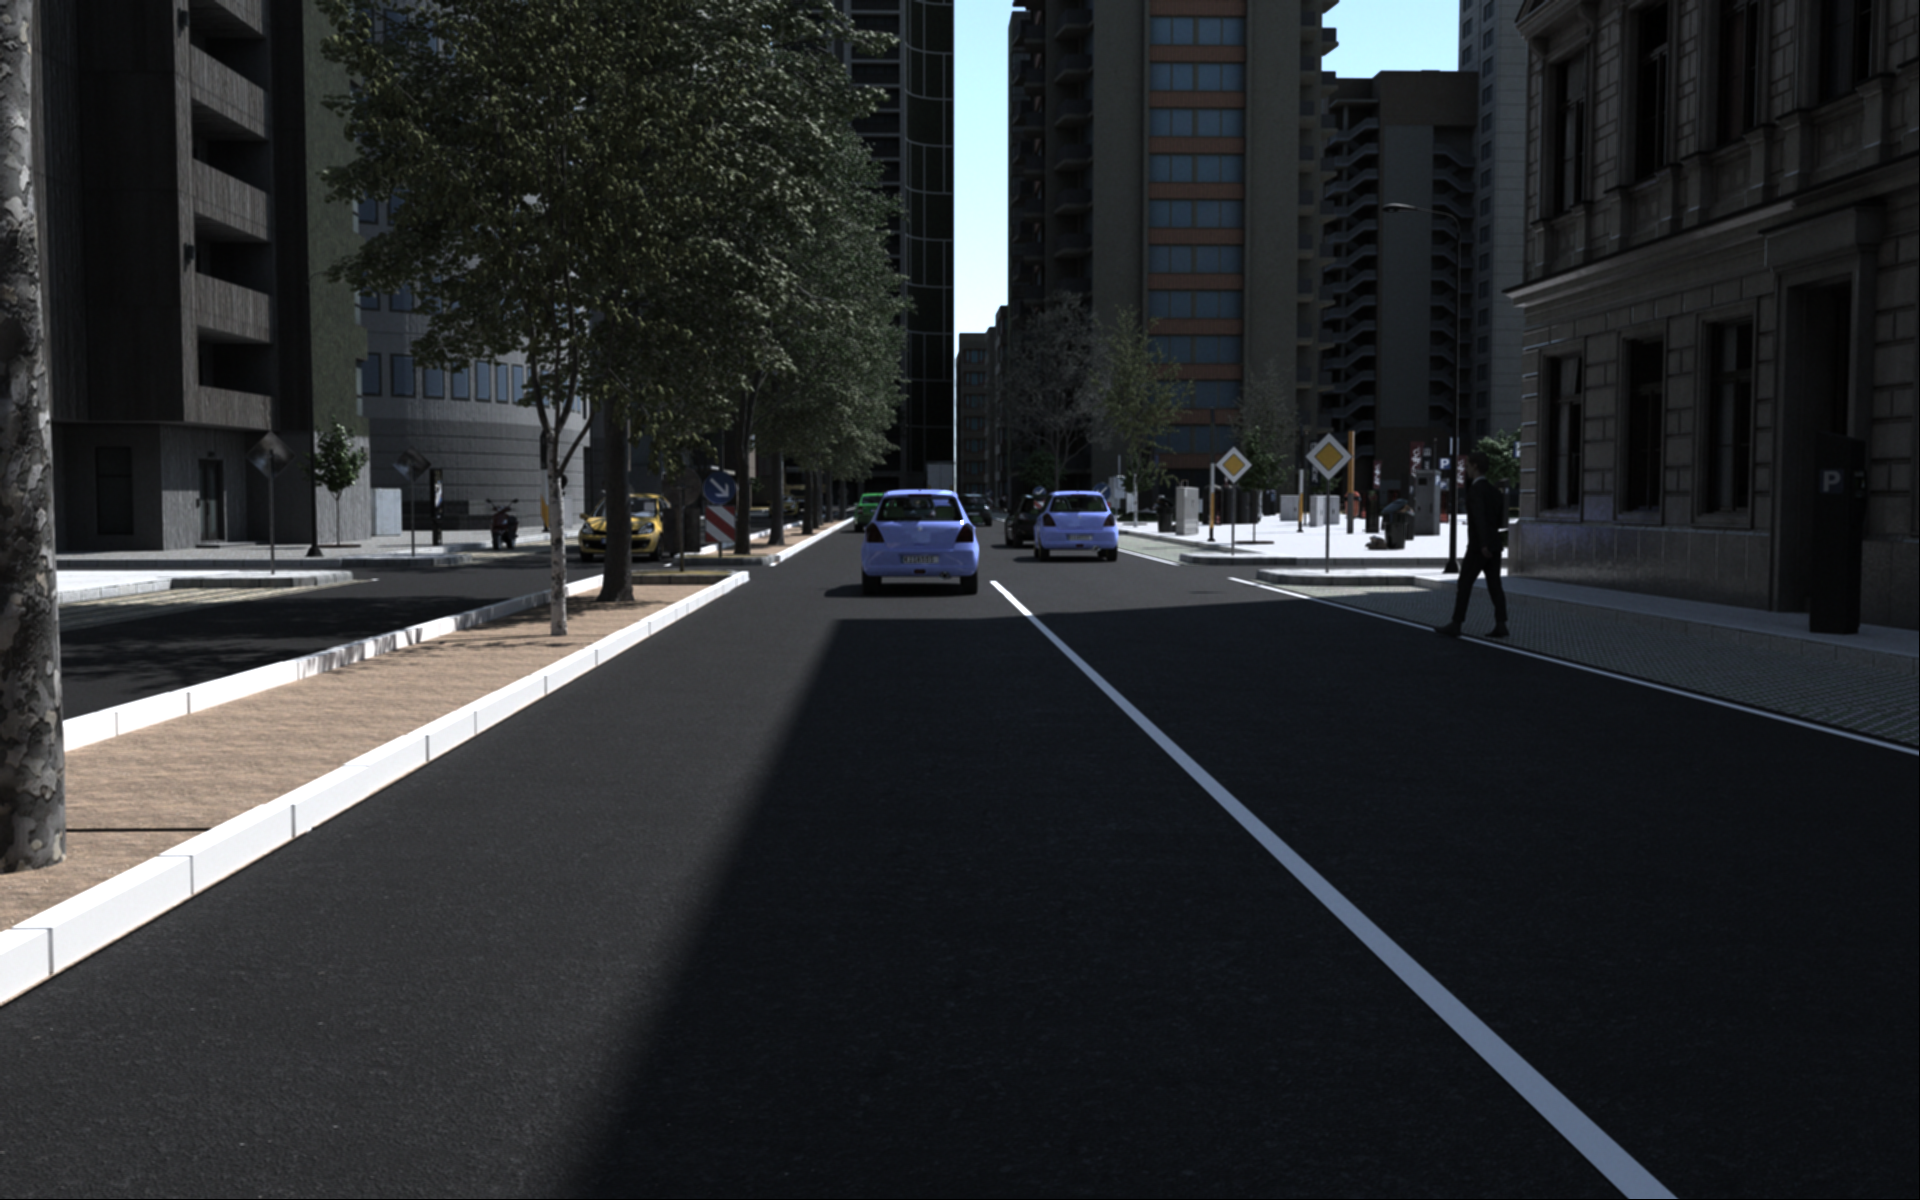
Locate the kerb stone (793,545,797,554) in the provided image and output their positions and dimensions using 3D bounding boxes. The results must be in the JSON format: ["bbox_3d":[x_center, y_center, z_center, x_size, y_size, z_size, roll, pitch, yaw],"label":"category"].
[{"bbox_3d":[-4.004,-1.151,41.022,0.120,0.150,1.000,0,4,-2],"label":"kerb stone"}]

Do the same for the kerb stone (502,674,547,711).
[{"bbox_3d":[-2.986,0.644,11.778,0.120,0.150,1.000,0,4,-2],"label":"kerb stone"}]

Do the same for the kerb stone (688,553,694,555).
[{"bbox_3d":[-5.996,-0.948,37.867,0.120,0.150,1.000,0,4,-2],"label":"kerb stone"}]

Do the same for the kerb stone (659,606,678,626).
[{"bbox_3d":[-3.238,0.200,18.980,0.120,0.150,1.000,0,4,-2],"label":"kerb stone"}]

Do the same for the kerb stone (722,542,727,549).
[{"bbox_3d":[-6.241,-1.393,45.031,0.120,0.150,1.000,0,4,-2],"label":"kerb stone"}]

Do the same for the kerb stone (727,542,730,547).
[{"bbox_3d":[-6.286,-1.455,46.052,0.120,0.150,1.000,0,4,-2],"label":"kerb stone"}]

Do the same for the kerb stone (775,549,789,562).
[{"bbox_3d":[-3.897,-0.963,37.940,0.120,0.150,1.000,0,4,-2],"label":"kerb stone"}]

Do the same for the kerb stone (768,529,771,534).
[{"bbox_3d":[-6.781,-2.336,60.388,0.120,0.150,1.000,0,4,-2],"label":"kerb stone"}]

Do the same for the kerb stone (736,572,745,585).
[{"bbox_3d":[-3.514,-0.300,27.163,0.120,0.150,1.000,0,4,-2],"label":"kerb stone"}]

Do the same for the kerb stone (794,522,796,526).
[{"bbox_3d":[-7.286,-3.212,74.709,0.120,0.150,1.000,0,4,-2],"label":"kerb stone"}]

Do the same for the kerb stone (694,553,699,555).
[{"bbox_3d":[-6.029,-1.017,38.898,0.120,0.150,1.000,0,4,-2],"label":"kerb stone"}]

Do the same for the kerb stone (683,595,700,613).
[{"bbox_3d":[-3.304,0.072,21.023,0.120,0.150,1.000,0,4,-2],"label":"kerb stone"}]

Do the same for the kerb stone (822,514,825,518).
[{"bbox_3d":[-8.500,-5.345,109.582,0.120,0.150,1.000,0,4,-2],"label":"kerb stone"}]

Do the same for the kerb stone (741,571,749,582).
[{"bbox_3d":[-3.544,-0.367,28.193,0.120,0.150,1.000,0,4,-2],"label":"kerb stone"}]

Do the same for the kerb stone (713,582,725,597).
[{"bbox_3d":[-3.410,-0.112,24.090,0.120,0.150,1.000,0,4,-2],"label":"kerb stone"}]

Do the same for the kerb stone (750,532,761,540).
[{"bbox_3d":[-6.637,-2.077,56.276,0.120,0.150,1.000,0,4,-2],"label":"kerb stone"}]

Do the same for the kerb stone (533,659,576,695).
[{"bbox_3d":[-3.014,0.580,12.800,0.120,0.150,1.000,0,4,-2],"label":"kerb stone"}]

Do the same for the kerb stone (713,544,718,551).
[{"bbox_3d":[-6.173,-1.272,42.987,0.120,0.150,1.000,0,4,-2],"label":"kerb stone"}]

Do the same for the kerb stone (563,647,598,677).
[{"bbox_3d":[-3.056,0.518,13.828,0.120,0.150,1.000,0,4,-2],"label":"kerb stone"}]

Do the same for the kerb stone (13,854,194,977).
[{"bbox_3d":[-2.768,1.015,5.634,0.120,0.150,1.000,0,4,-2],"label":"kerb stone"}]

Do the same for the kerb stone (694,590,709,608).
[{"bbox_3d":[-3.340,0.009,22.047,0.120,0.150,1.000,0,4,-2],"label":"kerb stone"}]

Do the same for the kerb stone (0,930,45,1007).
[{"bbox_3d":[-2.734,1.078,4.613,0.120,0.150,1.000,0,4,-2],"label":"kerb stone"}]

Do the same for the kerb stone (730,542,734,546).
[{"bbox_3d":[-6.308,-1.517,47.080,0.120,0.150,1.000,0,4,-2],"label":"kerb stone"}]

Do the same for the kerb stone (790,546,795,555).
[{"bbox_3d":[-3.960,-1.089,40.001,0.120,0.150,1.000,0,4,-2],"label":"kerb stone"}]

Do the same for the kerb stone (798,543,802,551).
[{"bbox_3d":[-4.076,-1.274,43.068,0.120,0.150,1.000,0,4,-2],"label":"kerb stone"}]

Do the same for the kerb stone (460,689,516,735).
[{"bbox_3d":[-2.942,0.700,10.752,0.120,0.150,1.000,0,4,-2],"label":"kerb stone"}]

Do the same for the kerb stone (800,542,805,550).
[{"bbox_3d":[-4.111,-1.336,44.090,0.120,0.150,1.000,0,4,-2],"label":"kerb stone"}]

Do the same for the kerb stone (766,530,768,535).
[{"bbox_3d":[-6.749,-2.273,59.358,0.120,0.150,1.000,0,4,-2],"label":"kerb stone"}]

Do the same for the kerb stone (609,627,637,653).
[{"bbox_3d":[-3.127,0.386,15.887,0.120,0.150,1.000,0,4,-2],"label":"kerb stone"}]

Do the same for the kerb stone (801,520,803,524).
[{"bbox_3d":[-7.459,-3.526,79.838,0.120,0.150,1.000,0,4,-2],"label":"kerb stone"}]

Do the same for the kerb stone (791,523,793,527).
[{"bbox_3d":[-7.212,-3.087,72.665,0.120,0.150,1.000,0,4,-2],"label":"kerb stone"}]

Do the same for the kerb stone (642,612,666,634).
[{"bbox_3d":[-3.199,0.260,17.945,0.120,0.150,1.000,0,4,-2],"label":"kerb stone"}]

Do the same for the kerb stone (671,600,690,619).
[{"bbox_3d":[-3.272,0.134,20.001,0.120,0.150,1.000,0,4,-2],"label":"kerb stone"}]

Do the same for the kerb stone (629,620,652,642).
[{"bbox_3d":[-3.168,0.331,16.913,0.120,0.150,1.000,0,4,-2],"label":"kerb stone"}]

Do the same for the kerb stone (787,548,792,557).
[{"bbox_3d":[-3.925,-1.026,38.972,0.120,0.150,1.000,0,4,-2],"label":"kerb stone"}]

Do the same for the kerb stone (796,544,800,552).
[{"bbox_3d":[-4.032,-1.211,42.044,0.120,0.150,1.000,0,4,-2],"label":"kerb stone"}]

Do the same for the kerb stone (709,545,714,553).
[{"bbox_3d":[-6.133,-1.206,41.966,0.120,0.150,1.000,0,4,-2],"label":"kerb stone"}]

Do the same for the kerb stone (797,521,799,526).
[{"bbox_3d":[-7.354,-3.338,76.770,0.120,0.150,1.000,0,4,-2],"label":"kerb stone"}]

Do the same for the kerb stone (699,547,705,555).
[{"bbox_3d":[-6.065,-1.084,39.920,0.120,0.150,1.000,0,4,-2],"label":"kerb stone"}]

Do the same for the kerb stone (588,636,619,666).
[{"bbox_3d":[-3.085,0.451,14.857,0.120,0.150,1.000,0,4,-2],"label":"kerb stone"}]

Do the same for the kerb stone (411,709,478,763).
[{"bbox_3d":[-2.908,0.763,9.727,0.120,0.150,1.000,0,4,-2],"label":"kerb stone"}]

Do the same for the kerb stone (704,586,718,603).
[{"bbox_3d":[-3.375,-0.053,23.069,0.120,0.150,1.000,0,4,-2],"label":"kerb stone"}]

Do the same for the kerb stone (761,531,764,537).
[{"bbox_3d":[-6.680,-2.147,57.302,0.120,0.150,1.000,0,4,-2],"label":"kerb stone"}]

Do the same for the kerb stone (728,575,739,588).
[{"bbox_3d":[-3.484,-0.241,26.133,0.120,0.150,1.000,0,4,-2],"label":"kerb stone"}]

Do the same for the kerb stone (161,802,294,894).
[{"bbox_3d":[-2.806,0.950,6.657,0.120,0.150,1.000,0,4,-2],"label":"kerb stone"}]

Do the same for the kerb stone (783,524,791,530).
[{"bbox_3d":[-7.175,-3.024,71.644,0.120,0.150,1.000,0,4,-2],"label":"kerb stone"}]

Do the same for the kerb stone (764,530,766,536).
[{"bbox_3d":[-6.713,-2.205,58.330,0.120,0.150,1.000,0,4,-2],"label":"kerb stone"}]

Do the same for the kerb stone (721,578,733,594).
[{"bbox_3d":[-3.442,-0.178,25.112,0.120,0.150,1.000,0,4,-2],"label":"kerb stone"}]

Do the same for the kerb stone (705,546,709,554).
[{"bbox_3d":[-6.102,-1.147,40.942,0.120,0.150,1.000,0,4,-2],"label":"kerb stone"}]

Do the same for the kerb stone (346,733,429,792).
[{"bbox_3d":[-2.881,0.825,8.706,0.120,0.150,1.000,0,4,-2],"label":"kerb stone"}]

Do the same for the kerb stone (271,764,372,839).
[{"bbox_3d":[-2.836,0.892,7.685,0.120,0.150,1.000,0,4,-2],"label":"kerb stone"}]
